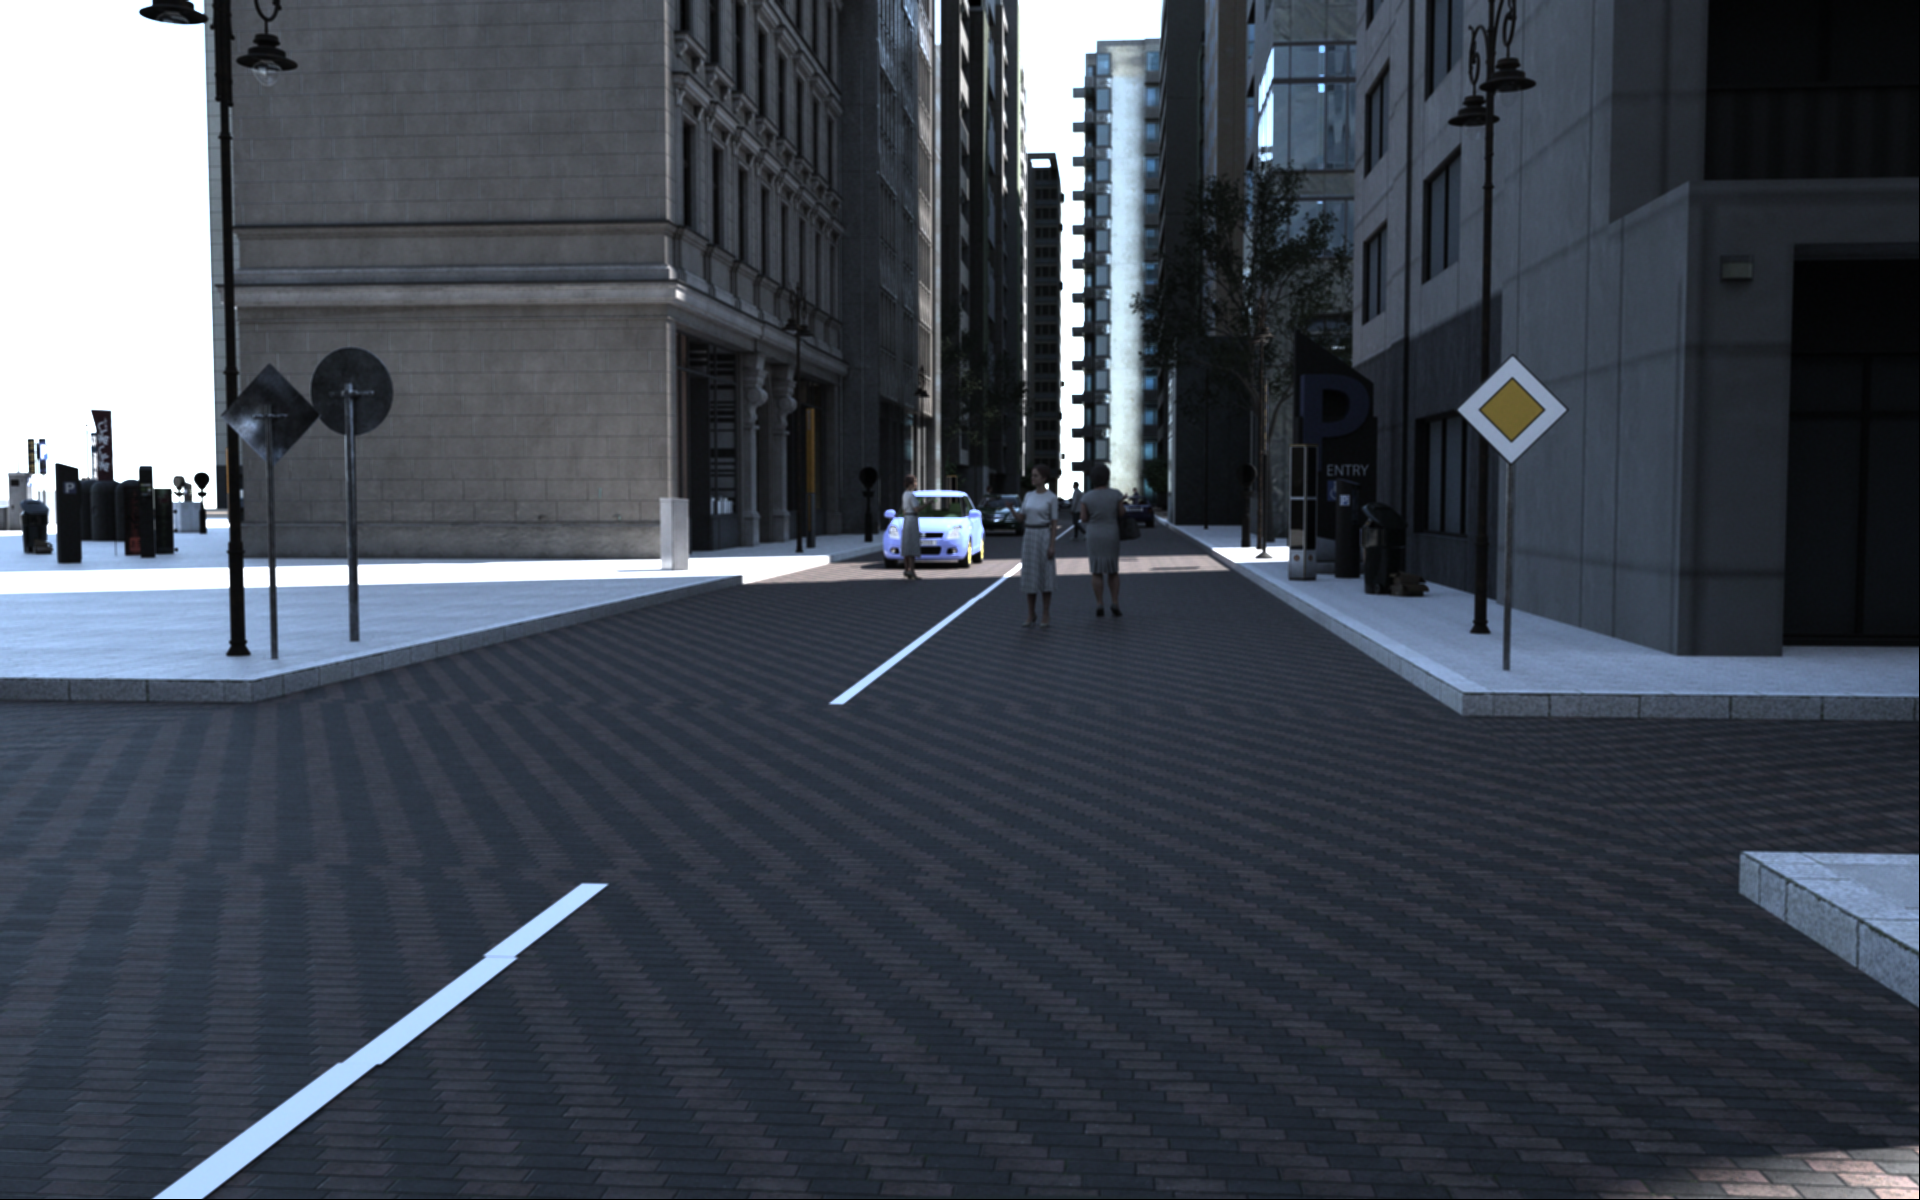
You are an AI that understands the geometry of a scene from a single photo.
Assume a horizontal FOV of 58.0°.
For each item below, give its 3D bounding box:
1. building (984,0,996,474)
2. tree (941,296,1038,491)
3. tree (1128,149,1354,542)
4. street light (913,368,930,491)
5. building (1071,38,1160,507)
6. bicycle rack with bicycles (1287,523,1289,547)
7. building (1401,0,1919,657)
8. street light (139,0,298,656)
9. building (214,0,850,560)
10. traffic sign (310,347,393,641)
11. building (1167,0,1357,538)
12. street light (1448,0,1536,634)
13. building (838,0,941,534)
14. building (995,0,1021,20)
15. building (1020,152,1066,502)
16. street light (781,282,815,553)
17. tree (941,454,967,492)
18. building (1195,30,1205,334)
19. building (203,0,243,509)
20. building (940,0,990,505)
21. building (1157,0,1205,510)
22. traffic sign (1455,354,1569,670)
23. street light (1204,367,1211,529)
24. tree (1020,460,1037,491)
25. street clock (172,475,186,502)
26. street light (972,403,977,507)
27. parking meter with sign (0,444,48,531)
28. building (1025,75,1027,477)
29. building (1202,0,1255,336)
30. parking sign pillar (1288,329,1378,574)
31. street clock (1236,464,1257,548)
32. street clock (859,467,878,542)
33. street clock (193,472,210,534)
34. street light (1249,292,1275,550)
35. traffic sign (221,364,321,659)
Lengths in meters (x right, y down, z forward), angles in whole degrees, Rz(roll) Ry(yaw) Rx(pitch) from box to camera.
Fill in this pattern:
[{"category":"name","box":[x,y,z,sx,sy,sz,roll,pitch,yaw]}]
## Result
[{"category":"building","box":[-11.743,-32.328,117.795,28.713,52.752,27.495,0,4,5]},{"category":"tree","box":[-0.585,-8.839,78.922,8.767,10.594,7.601,0,4,5]},{"category":"tree","box":[8.372,-6.834,46.154,8.767,10.594,7.601,1,4,17]},{"category":"street light","box":[-1.365,-5.476,62.323,0.468,5.910,1.993,0,4,5]},{"category":"building","box":[27.093,-34.408,182.171,30.456,49.044,23.786,0,4,5]},{"category":"bicycle rack with bicycles","box":[9.476,-1.773,42.371,2.925,0.926,2.852,-3,5,-45]},{"category":"building","box":[16.863,-35.629,20.782,20.611,71.187,20.563,0,4,5]},{"category":"street light","box":[-5.747,-2.497,13.616,0.468,5.910,1.993,0,4,5]},{"category":"building","box":[-9.927,-11.261,35.034,10.553,20.767,40.483,0,4,5]},{"category":"traffic sign","box":[-5.287,-0.914,15.044,0.768,2.556,0.104,1,4,9]},{"category":"building","box":[19.488,-45.859,62.459,22.319,86.520,31.000,0,4,5]},{"category":"street light","box":[4.800,-2.631,15.803,0.468,5.910,1.993,0,4,5]},{"category":"building","box":[-7.704,-15.105,64.985,12.078,24.808,19.932,0,4,5]},{"category":"building","box":[-2.537,-27.802,138.156,14.154,41.232,14.086,0,4,5]},{"category":"building","box":[-0.747,-30.371,188.442,23.993,40.220,32.217,0,4,5]},{"category":"street light","box":[-3.531,-3.984,37.918,0.468,5.910,1.993,0,4,5]},{"category":"tree","box":[-0.471,-5.483,84.255,1.663,3.219,1.824,0,3,0]},{"category":"building","box":[22.128,-20.768,111.250,14.160,30.474,14.107,0,4,5]},{"category":"building","box":[-53.171,-43.946,156.764,20.611,71.187,20.563,0,4,5]},{"category":"building","box":[-5.865,-19.838,96.053,14.160,30.474,14.107,0,4,5]},{"category":"building","box":[28.101,-32.147,149.300,21.300,48.544,21.600,0,4,5]},{"category":"traffic sign","box":[3.977,-0.545,12.552,0.795,2.450,0.064,0,4,5]},{"category":"street light","box":[9.019,-5.537,63.318,0.468,5.910,1.993,0,4,5]},{"category":"tree","box":[6.903,-11.116,165.464,4.285,4.588,4.351,0,3,0]},{"category":"street clock","box":[-30.041,-3.798,66.669,0.471,2.002,0.358,2,4,28]},{"category":"street light","box":[0.777,-6.913,85.823,0.468,5.910,1.993,0,4,5]},{"category":"parking meter with sign","box":[-32.737,-3.920,60.346,1.738,3.016,0.543,0,4,1]},{"category":"building","box":[-1.106,-28.868,155.582,14.086,41.232,14.154,0,4,5]},{"category":"building","box":[20.941,-27.315,96.719,14.600,45.320,14.200,0,4,5]},{"category":"parking sign pillar","box":[6.123,-2.436,28.302,1.447,3.967,1.447,0,4,-2]},{"category":"street clock","box":[6.854,-2.256,41.453,0.471,2.002,0.358,1,4,21]},{"category":"street clock","box":[-2.453,-2.560,46.432,0.471,2.002,0.358,-1,4,-11]},{"category":"street clock","box":[-24.564,-3.155,56.153,0.471,2.002,0.358,-2,4,-34]},{"category":"street light","box":[6.916,-4.100,39.815,0.468,5.910,1.993,0,4,5]},{"category":"traffic sign","box":[-5.328,-0.597,13.407,0.795,2.450,0.064,0,4,5]}]
